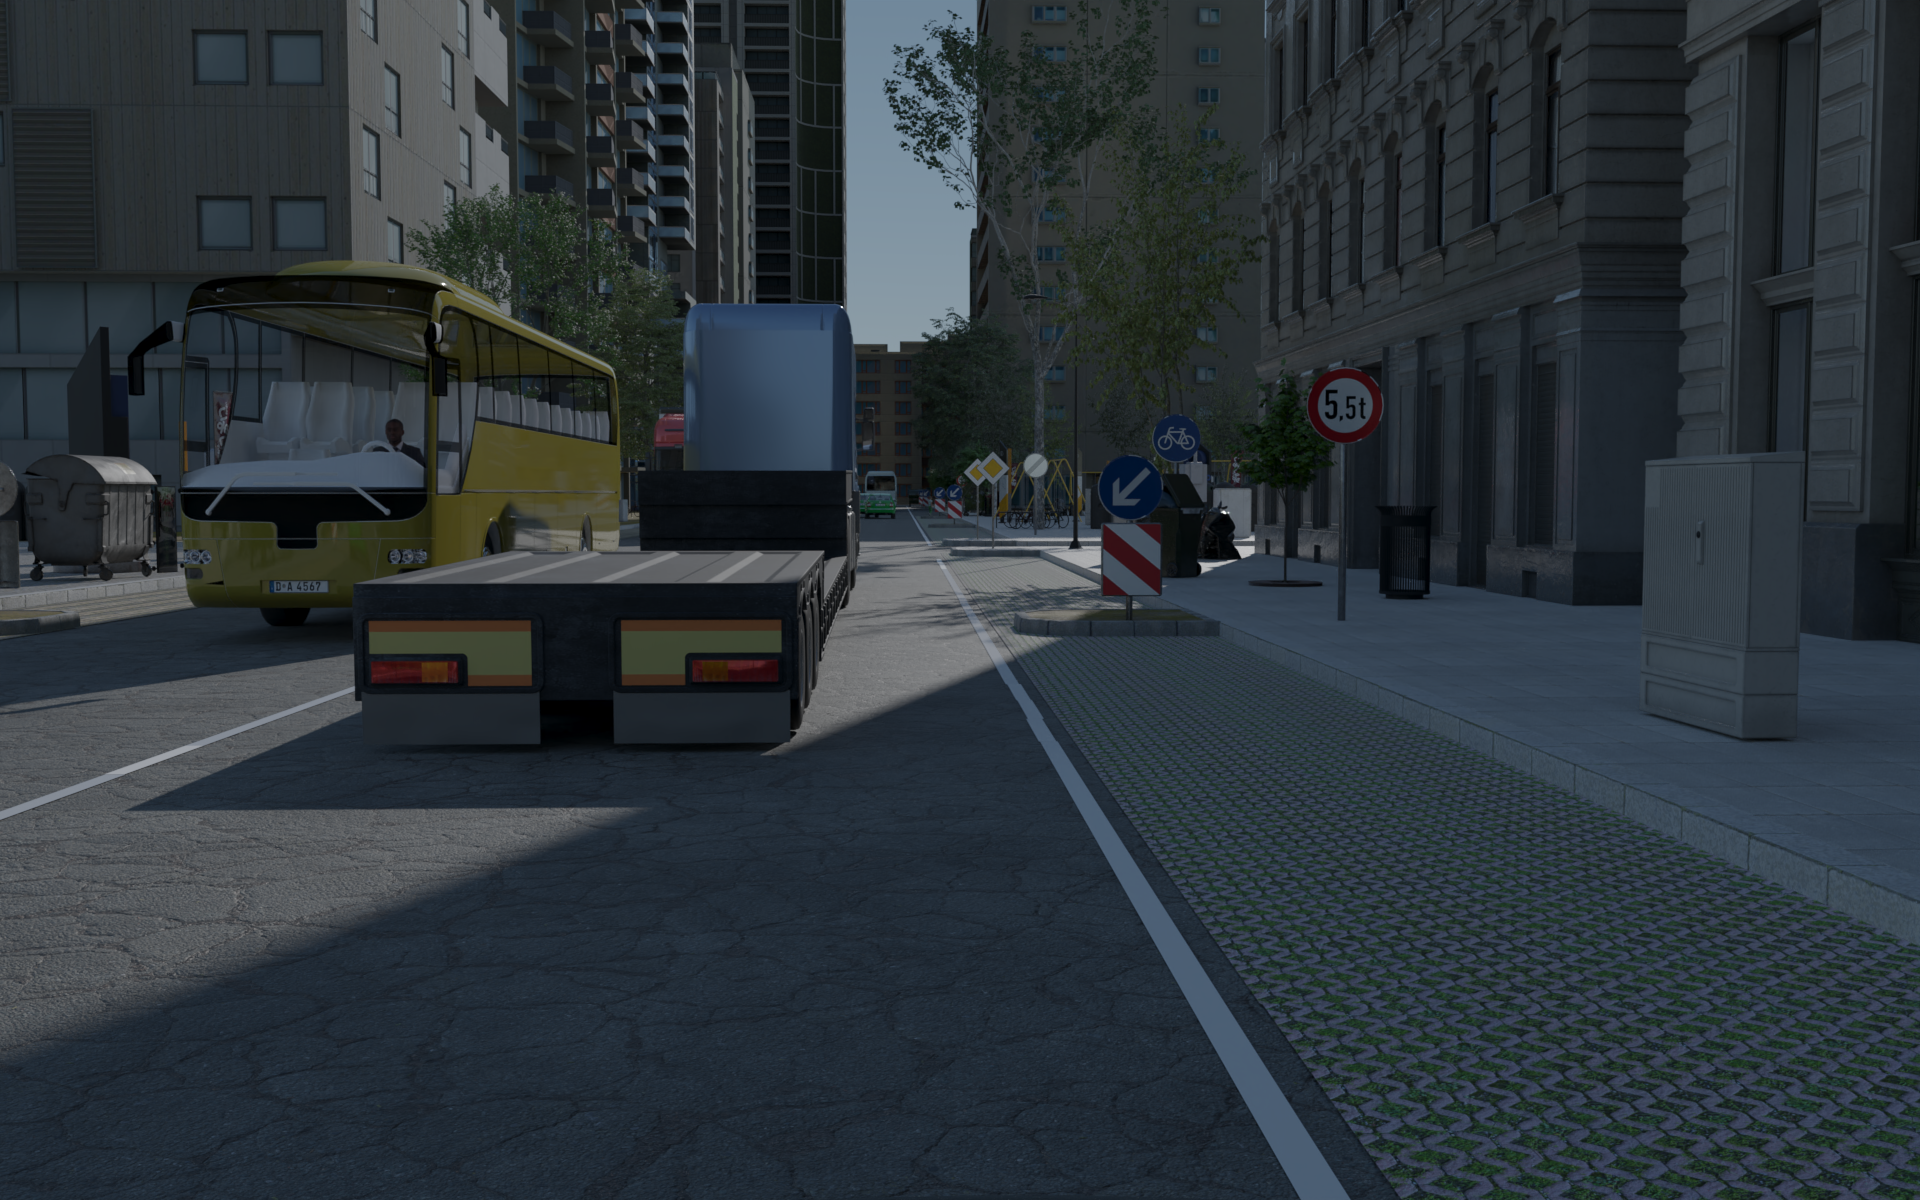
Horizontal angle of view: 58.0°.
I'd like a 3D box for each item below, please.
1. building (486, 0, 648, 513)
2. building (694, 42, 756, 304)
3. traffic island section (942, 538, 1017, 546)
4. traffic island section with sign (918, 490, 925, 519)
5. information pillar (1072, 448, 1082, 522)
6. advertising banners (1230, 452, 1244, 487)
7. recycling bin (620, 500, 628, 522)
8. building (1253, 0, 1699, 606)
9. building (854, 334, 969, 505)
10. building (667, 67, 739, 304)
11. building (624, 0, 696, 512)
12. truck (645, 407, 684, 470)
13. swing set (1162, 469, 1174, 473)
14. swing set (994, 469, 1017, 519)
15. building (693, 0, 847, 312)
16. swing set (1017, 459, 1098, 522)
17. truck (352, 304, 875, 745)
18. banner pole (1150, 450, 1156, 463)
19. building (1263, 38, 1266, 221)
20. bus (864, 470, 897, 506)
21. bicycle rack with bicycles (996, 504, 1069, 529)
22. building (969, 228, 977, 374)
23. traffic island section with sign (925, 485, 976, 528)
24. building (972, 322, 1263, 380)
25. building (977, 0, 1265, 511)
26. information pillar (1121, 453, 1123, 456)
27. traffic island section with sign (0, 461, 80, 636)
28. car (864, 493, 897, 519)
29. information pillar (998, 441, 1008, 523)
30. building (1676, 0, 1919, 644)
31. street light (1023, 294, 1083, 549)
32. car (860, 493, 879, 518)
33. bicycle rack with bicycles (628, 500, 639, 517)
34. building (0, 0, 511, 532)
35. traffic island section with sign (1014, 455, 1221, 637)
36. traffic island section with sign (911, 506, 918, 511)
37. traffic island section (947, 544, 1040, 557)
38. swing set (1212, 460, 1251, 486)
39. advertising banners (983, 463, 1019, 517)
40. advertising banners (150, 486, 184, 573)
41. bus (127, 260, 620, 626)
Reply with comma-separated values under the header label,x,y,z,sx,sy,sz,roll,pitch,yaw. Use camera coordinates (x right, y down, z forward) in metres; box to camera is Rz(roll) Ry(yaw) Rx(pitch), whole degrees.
label,x,y,z,sx,sy,sz,roll,pitch,yaw
building,-31.301,-27.572,105.427,22.147,44.769,28.867,0,4,-2
building,-33.090,-34.257,183.797,21.600,48.544,21.300,0,4,-2
traffic island section,0.517,-1.621,48.780,2.009,0.180,2.903,0,4,-2
traffic island section with sign,-1.300,-5.633,100.724,1.989,1.847,2.006,0,4,-2
information pillar,5.479,-5.470,80.791,0.504,3.616,0.183,-3,5,-39
advertising banners,10.304,-4.472,69.300,2.074,3.025,0.090,1,4,12
recycling bin,-15.816,-4.134,80.147,0.722,1.027,0.722,0,4,4
building,11.396,-10.957,28.302,9.793,20.994,18.267,0,4,-2
building,0.314,-23.197,224.318,28.899,21.520,27.650,0,4,-2
building,-28.234,-29.204,161.074,14.154,41.232,14.086,0,4,-2
building,-31.781,-50.421,137.053,22.319,86.520,31.000,0,4,-2
truck,-8.613,-4.233,58.128,2.839,4.237,11.283,0,4,-4
swing set,14.086,-6.827,109.238,3.119,2.851,2.862,2,4,34
swing set,3.158,-5.265,83.704,2.862,2.851,3.119,0,4,-6
building,-24.816,-47.710,218.304,20.611,71.187,20.563,0,4,-2
swing set,4.368,-4.911,77.923,2.862,2.851,3.119,0,4,-8
truck,-2.485,-1.774,18.766,2.967,4.110,18.799,0,4,-2
banner pole,11.613,-6.948,103.619,0.401,3.779,0.863,2,4,24
building,44.316,-41.549,221.317,28.212,58.520,21.231,0,4,-2
bus,-6.685,-9.241,145.952,2.948,3.499,13.247,0,4,-3
bicycle rack with bicycles,2.722,-3.133,64.612,2.925,0.926,2.852,-1,4,-22
building,7.968,-25.574,189.839,14.160,30.474,14.107,0,4,-2
traffic island section with sign,-0.360,-3.985,73.785,1.989,1.847,2.006,0,4,-2
building,15.555,-19.808,168.901,27.650,21.520,28.899,0,4,-2
building,12.477,-31.735,142.576,21.300,48.544,21.600,0,4,-2
information pillar,9.304,-6.642,99.949,0.183,3.616,0.504,-1,4,-21
traffic island section with sign,-10.431,-0.578,18.078,1.989,1.847,2.006,0,4,-2
car,-4.674,-5.670,101.494,1.959,1.807,4.718,0,4,-3
information pillar,1.911,-5.180,76.044,0.183,3.616,0.504,-3,5,-41
building,12.779,-11.018,9.029,11.050,23.489,19.941,0,4,-2
street light,2.171,-4.154,40.464,1.470,5.913,1.316,0,4,-2
car,-5.882,-5.987,106.678,1.959,1.807,4.718,0,4,-3
bicycle rack with bicycles,-17.252,-5.140,97.422,2.925,0.926,2.852,3,5,44
building,-34.040,-29.340,68.952,28.713,52.752,27.495,0,4,-2
traffic island section with sign,1.590,-0.589,18.250,1.989,1.847,2.006,0,4,-2
traffic island section with sign,-3.092,-8.743,151.574,1.989,1.847,2.006,0,4,-2
traffic island section,0.797,-1.133,40.800,2.009,0.180,2.903,0,4,-2
swing set,12.466,-5.066,80.443,3.119,2.851,2.862,1,4,21
advertising banners,2.298,-6.197,97.513,2.074,3.025,0.090,1,4,16
advertising banners,-12.767,-2.001,28.899,0.090,3.025,2.074,1,4,15
bus,-6.512,-1.869,22.110,2.896,3.916,12.252,0,4,-3
